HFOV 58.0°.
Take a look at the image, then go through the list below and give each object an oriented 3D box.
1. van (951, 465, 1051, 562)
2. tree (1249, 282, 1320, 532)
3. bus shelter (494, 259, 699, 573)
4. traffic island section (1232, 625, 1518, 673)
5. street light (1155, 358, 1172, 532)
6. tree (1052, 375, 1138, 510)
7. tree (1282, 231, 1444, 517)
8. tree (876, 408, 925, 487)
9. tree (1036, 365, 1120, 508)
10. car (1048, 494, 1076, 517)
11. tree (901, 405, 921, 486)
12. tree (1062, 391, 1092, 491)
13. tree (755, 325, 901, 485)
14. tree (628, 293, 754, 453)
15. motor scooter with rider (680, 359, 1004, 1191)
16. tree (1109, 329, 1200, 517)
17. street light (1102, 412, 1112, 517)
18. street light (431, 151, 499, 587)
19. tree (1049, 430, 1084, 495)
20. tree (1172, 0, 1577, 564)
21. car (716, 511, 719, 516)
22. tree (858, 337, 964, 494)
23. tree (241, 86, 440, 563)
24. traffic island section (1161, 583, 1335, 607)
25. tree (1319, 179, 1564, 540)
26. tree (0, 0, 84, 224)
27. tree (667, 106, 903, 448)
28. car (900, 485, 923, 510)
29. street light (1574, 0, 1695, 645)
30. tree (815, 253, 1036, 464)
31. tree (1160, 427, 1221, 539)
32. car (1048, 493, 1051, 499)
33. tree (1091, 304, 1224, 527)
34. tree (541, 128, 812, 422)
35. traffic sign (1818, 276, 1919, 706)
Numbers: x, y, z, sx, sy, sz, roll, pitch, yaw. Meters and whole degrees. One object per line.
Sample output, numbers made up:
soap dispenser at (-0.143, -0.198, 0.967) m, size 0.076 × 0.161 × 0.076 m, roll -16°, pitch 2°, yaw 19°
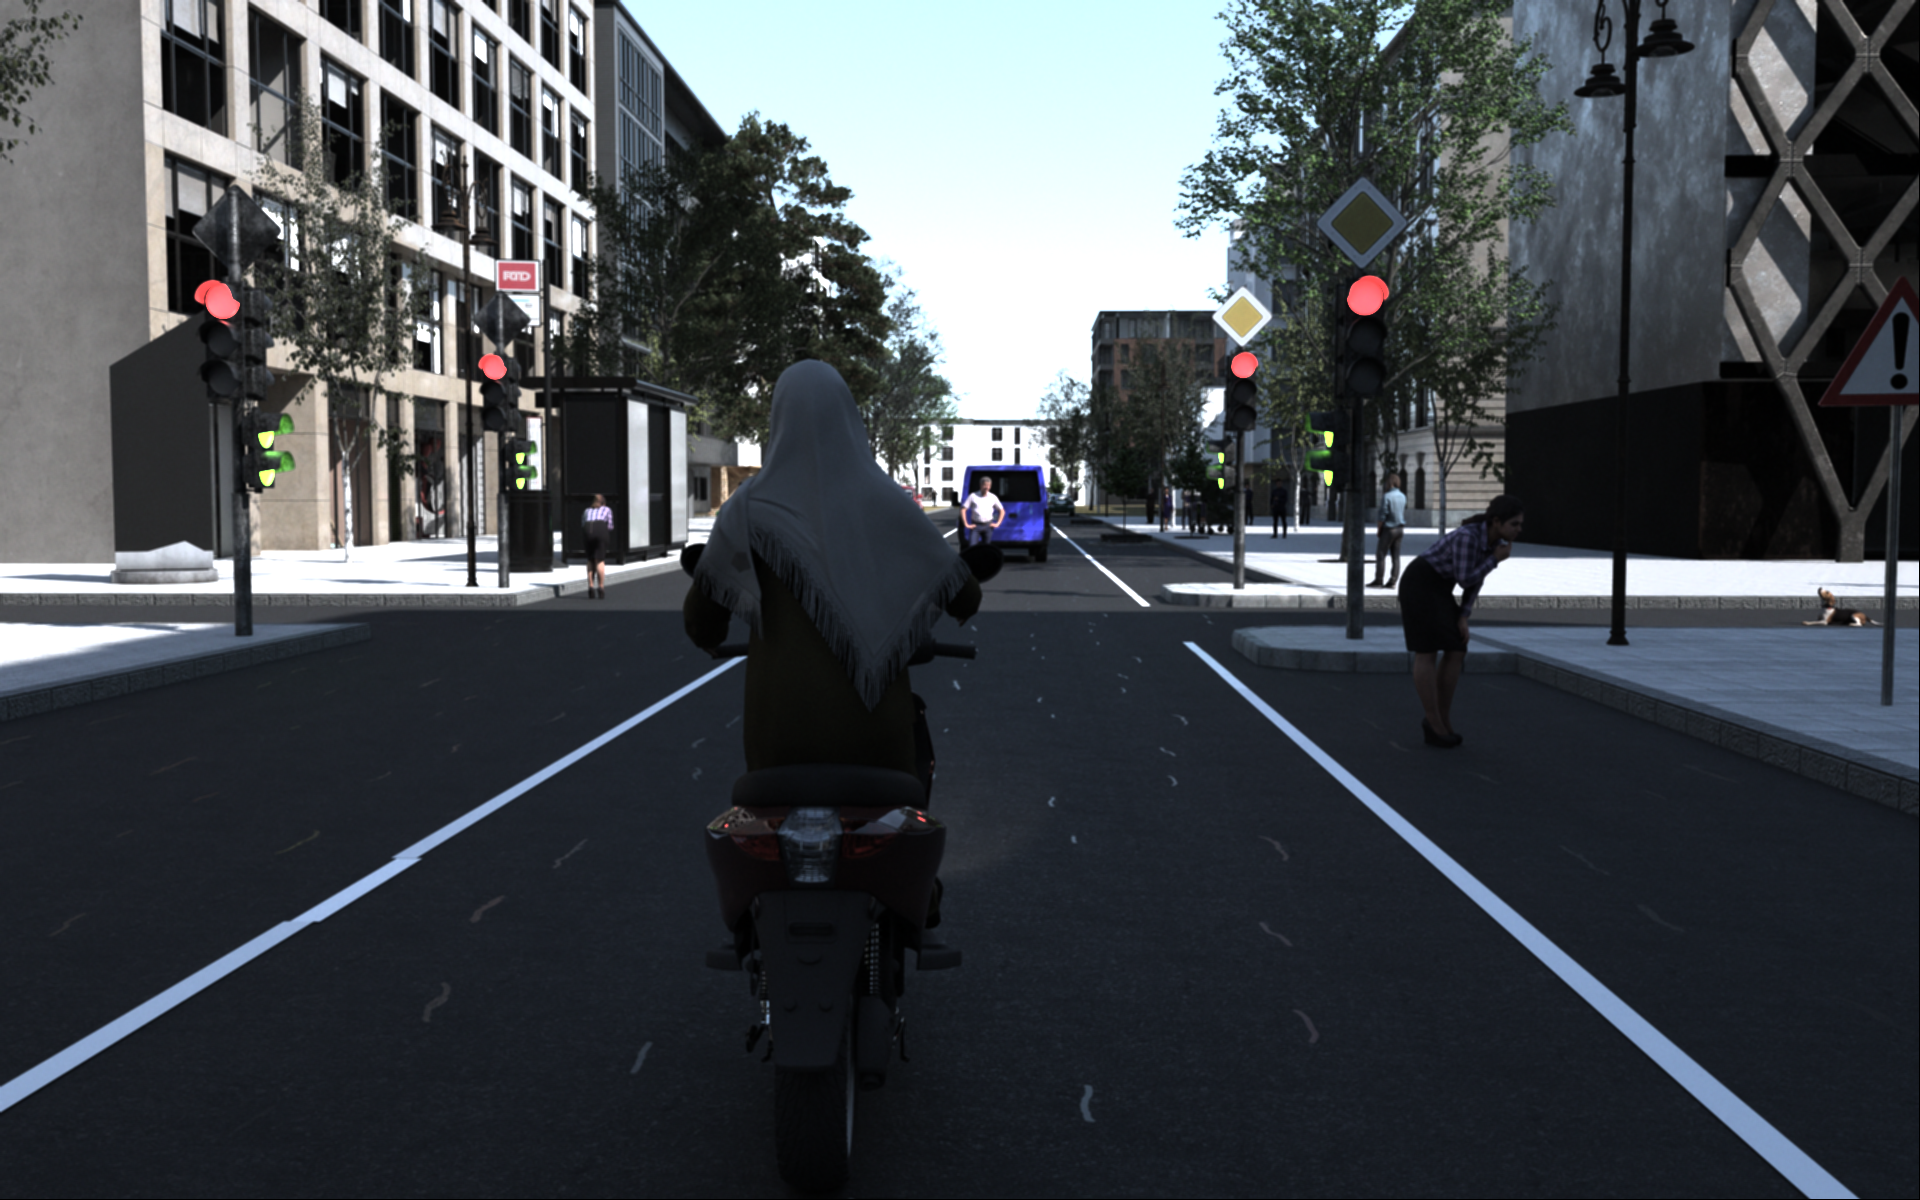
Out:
van at (0.916, -2.076, 38.335) m, size 2.240 × 2.365 × 5.245 m, roll 0°, pitch 3°, yaw 0°
tree at (11.483, -6.643, 58.974) m, size 4.737 × 8.622 × 4.395 m, roll 0°, pitch 3°, yaw 0°
bus shelter at (-6.758, -3.344, 32.312) m, size 2.179 × 5.291 × 8.768 m, roll 0°, pitch 4°, yaw 2°
traffic island section at (3.527, 0.422, 15.379) m, size 2.009 × 0.180 × 2.903 m, roll 0°, pitch 4°, yaw 2°
street light at (6.876, -5.261, 58.809) m, size 0.468 × 5.910 × 1.993 m, roll 0°, pitch 4°, yaw 2°
tree at (10.536, -12.309, 135.672) m, size 7.601 × 10.594 × 8.767 m, roll 3°, pitch 5°, yaw 43°
tree at (10.500, -5.875, 46.425) m, size 4.360 × 8.622 × 3.978 m, roll 0°, pitch 3°, yaw 0°
tree at (-4.472, -10.482, 121.741) m, size 4.360 × 8.622 × 3.978 m, roll 0°, pitch 3°, yaw 0°
tree at (10.461, -15.525, 164.210) m, size 12.009 × 13.543 × 11.850 m, roll 0°, pitch 3°, yaw 0°
car at (6.437, -6.100, 111.526) m, size 2.131 × 1.459 × 4.920 m, roll 0°, pitch 4°, yaw 2°
tree at (-4.567, -10.959, 129.544) m, size 4.737 × 8.622 × 4.395 m, roll 0°, pitch 3°, yaw 0°
tree at (9.257, -10.223, 117.501) m, size 4.360 × 8.622 × 3.978 m, roll 0°, pitch 3°, yaw 0°
tree at (-5.614, -7.274, 69.288) m, size 4.737 × 8.622 × 4.395 m, roll 0°, pitch 3°, yaw 0°
tree at (-10.722, -6.961, 64.167) m, size 4.737 × 8.622 × 4.395 m, roll 0°, pitch 3°, yaw 0°
motor scooter with rider at (-0.265, 0.293, 4.171) m, size 0.876 × 1.779 × 1.986 m, roll 0°, pitch 3°, yaw 0°
tree at (8.541, -7.737, 76.865) m, size 4.737 × 8.622 × 4.395 m, roll 0°, pitch 3°, yaw 0°
street light at (8.249, -7.612, 97.237) m, size 0.468 × 5.910 × 1.993 m, roll 0°, pitch 4°, yaw 2°
street light at (-6.758, -3.121, 23.810) m, size 0.468 × 5.910 × 1.993 m, roll 0°, pitch 4°, yaw 2°
tree at (11.005, -13.749, 175.158) m, size 4.737 × 8.622 × 4.395 m, roll 0°, pitch 3°, yaw 0°
tree at (7.369, -6.491, 31.888) m, size 9.928 × 11.665 × 9.643 m, roll 0°, pitch 3°, yaw 0°
car at (-3.909, -1.625, 35.366) m, size 1.959 × 1.807 × 4.718 m, roll 0°, pitch 4°, yaw 1°
tree at (-4.412, -11.464, 113.195) m, size 9.928 × 11.665 × 9.643 m, roll 0°, pitch 3°, yaw 0°
tree at (-11.280, -4.969, 31.600) m, size 4.360 × 8.622 × 3.978 m, roll 0°, pitch 3°, yaw 0°
traffic island section at (3.782, -0.066, 23.360) m, size 2.009 × 0.180 × 2.903 m, roll 0°, pitch 4°, yaw 2°
tree at (11.445, -5.503, 40.329) m, size 4.737 × 8.622 × 4.395 m, roll 0°, pitch 3°, yaw 0°
tree at (-9.748, -3.906, 14.218) m, size 4.360 × 8.622 × 3.978 m, roll 0°, pitch 3°, yaw 0°
tree at (-5.788, -9.130, 56.701) m, size 7.806 × 13.903 × 7.818 m, roll 0°, pitch 3°, yaw 0°
car at (-2.714, -4.068, 75.177) m, size 2.281 × 1.827 × 5.304 m, roll 0°, pitch 4°, yaw 2°
street light at (5.609, -2.557, 14.590) m, size 0.468 × 5.910 × 1.993 m, roll 0°, pitch 4°, yaw 2°
tree at (-4.621, -10.860, 87.931) m, size 12.009 × 13.543 × 11.850 m, roll 0°, pitch 3°, yaw 0°
tree at (6.688, -3.398, 50.165) m, size 1.663 × 3.219 × 1.824 m, roll 0°, pitch 3°, yaw 0°
car at (7.569, -8.488, 148.375) m, size 1.945 × 1.707 × 3.694 m, roll 0°, pitch 3°, yaw 0°
tree at (7.993, -7.095, 66.373) m, size 4.360 × 8.622 × 3.978 m, roll 0°, pitch 3°, yaw 0°
tree at (-6.967, -6.670, 43.471) m, size 8.767 × 10.594 × 7.601 m, roll 3°, pitch 5°, yaw 42°
traffic sign at (5.629, -0.638, 10.443) m, size 0.884 × 2.594 × 0.081 m, roll 1°, pitch 4°, yaw 11°
